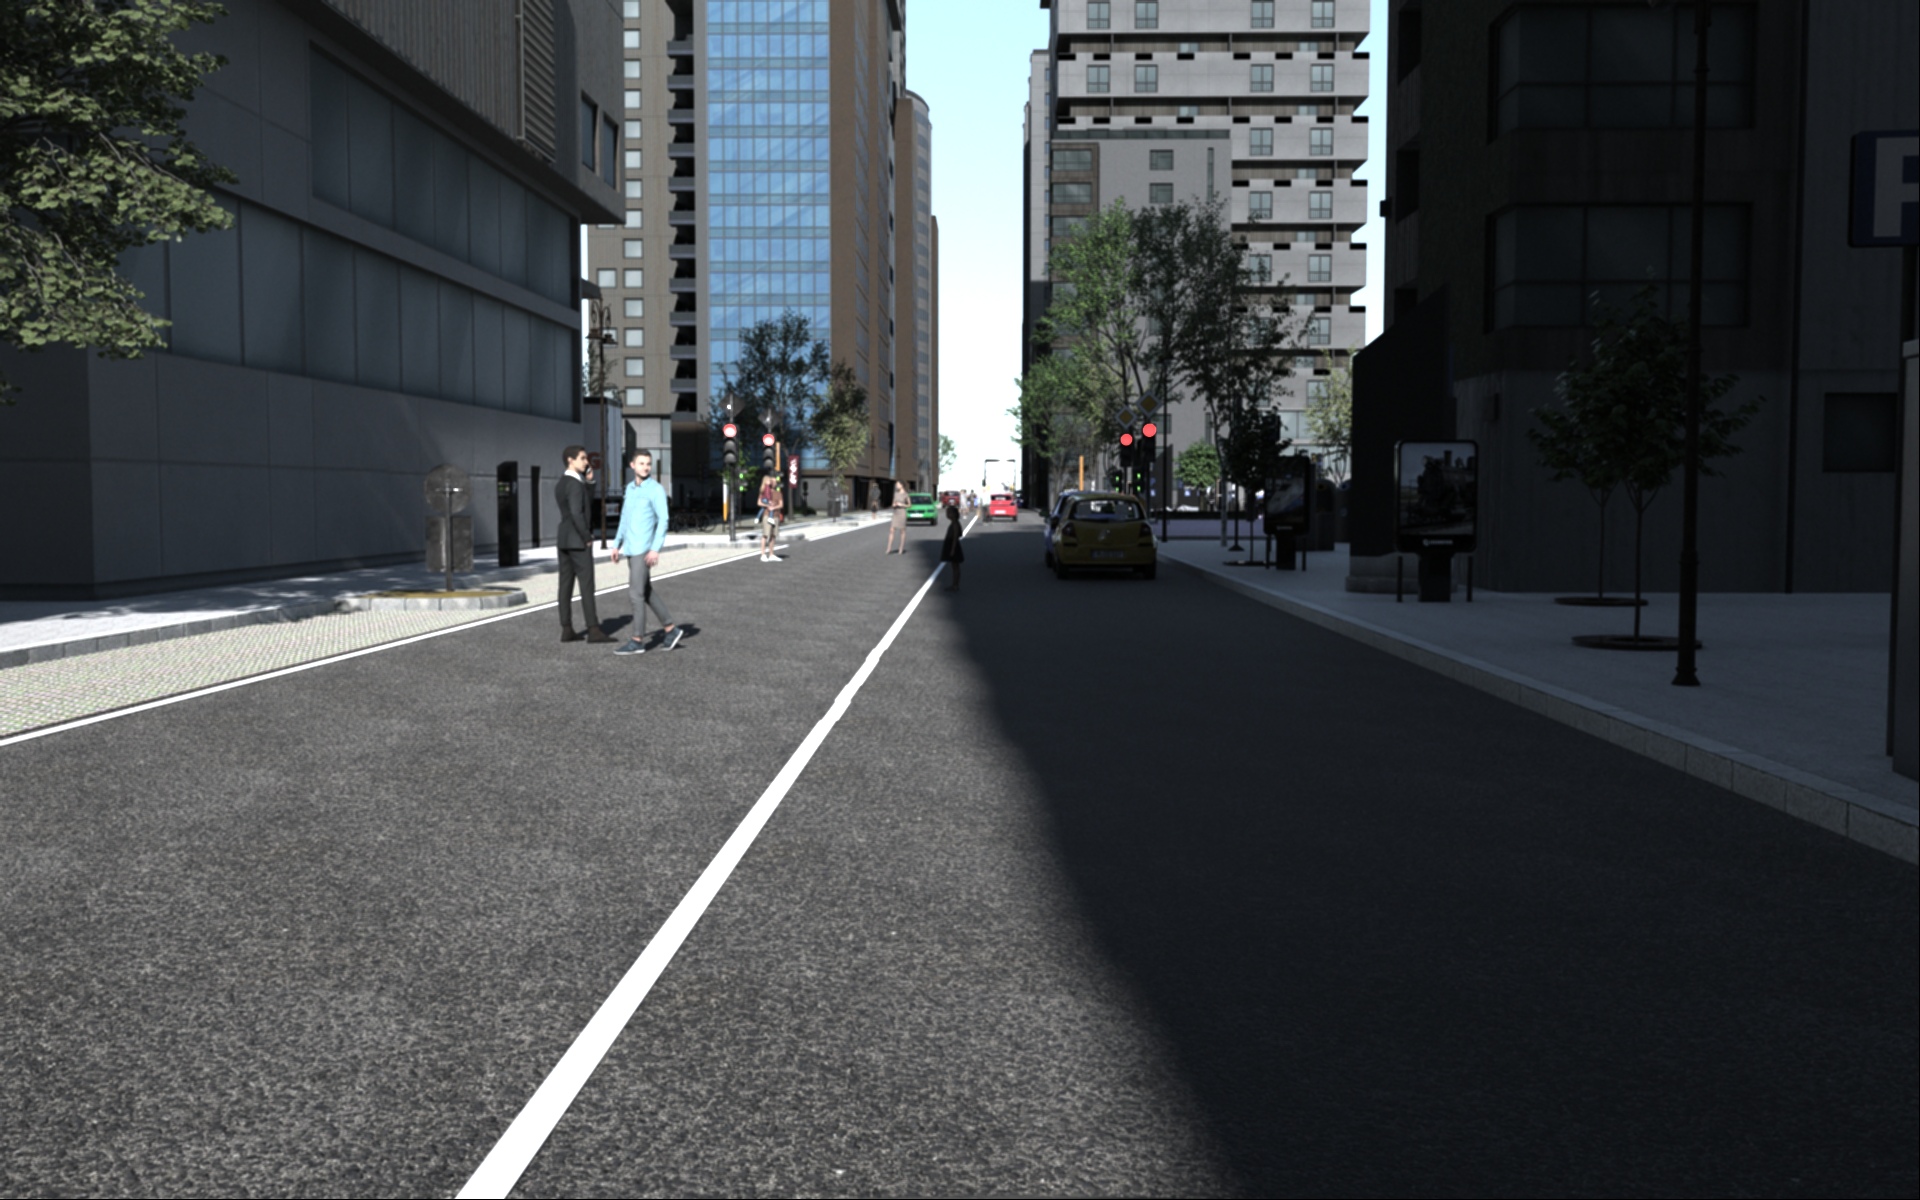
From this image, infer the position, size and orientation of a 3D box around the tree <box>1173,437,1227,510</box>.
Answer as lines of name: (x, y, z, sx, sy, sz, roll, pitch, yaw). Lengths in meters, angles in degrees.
tree: (13.615, -6.936, 97.125, 4.285, 4.588, 4.351, 0, 3, 0)

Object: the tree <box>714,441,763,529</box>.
tree: (-8.015, -4.202, 63.311, 1.663, 3.219, 1.824, 0, 3, 0)

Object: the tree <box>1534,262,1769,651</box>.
tree: (5.851, -1.218, 14.515, 1.663, 3.219, 1.824, 0, 3, 0)

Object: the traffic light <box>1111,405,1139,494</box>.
traffic light: (5.185, -4.007, 54.441, 0.839, 4.253, 0.868, 0, 4, 1)

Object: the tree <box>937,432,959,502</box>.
tree: (-3.974, -22.240, 289.383, 9.928, 11.665, 9.643, 0, 3, 0)

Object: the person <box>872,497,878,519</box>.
person: (-4.797, -5.153, 97.427, 0.362, 1.253, 0.373, 3, 4, 38)

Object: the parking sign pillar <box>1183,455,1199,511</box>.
parking sign pillar: (14.343, -7.362, 108.840, 1.447, 3.967, 1.447, 1, 4, 22)

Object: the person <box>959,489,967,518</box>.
person: (0.109, -5.699, 102.421, 0.466, 1.731, 0.760, 3, 5, 41)

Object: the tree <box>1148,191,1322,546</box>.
tree: (6.506, -5.611, 42.101, 4.360, 8.622, 3.978, 0, 3, 0)

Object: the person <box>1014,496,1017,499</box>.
person: (4.485, -8.834, 153.645, 1.217, 1.736, 0.721, 1, 4, 15)

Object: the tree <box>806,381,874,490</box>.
tree: (-7.654, -9.771, 110.126, 4.737, 8.622, 4.395, 0, 3, 0)

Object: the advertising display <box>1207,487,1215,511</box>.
advertising display: (16.894, -6.785, 116.151, 0.123, 1.923, 0.974, -2, 4, -31)

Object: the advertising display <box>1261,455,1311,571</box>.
advertising display: (5.519, -1.472, 29.284, 0.123, 1.923, 0.974, -2, 4, -35)

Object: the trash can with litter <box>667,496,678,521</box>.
trash can with litter: (-13.670, -4.246, 80.481, 1.678, 1.210, 2.233, 0, 4, -7)

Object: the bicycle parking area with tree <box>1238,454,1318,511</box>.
bicycle parking area with tree: (23.232, -8.449, 125.135, 8.231, 4.147, 9.016, 1, 4, 16)

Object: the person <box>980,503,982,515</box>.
person: (1.565, -6.573, 120.247, 0.640, 1.303, 0.475, 2, 4, 28)

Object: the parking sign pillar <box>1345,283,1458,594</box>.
parking sign pillar: (5.818, -2.096, 22.738, 1.447, 3.967, 1.447, 3, 5, 40)

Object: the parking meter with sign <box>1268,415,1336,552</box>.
parking meter with sign: (7.637, -2.609, 38.911, 1.738, 3.016, 0.543, -2, 4, -28)

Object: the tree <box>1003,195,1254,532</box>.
tree: (6.136, -8.167, 59.286, 9.928, 11.665, 9.643, 0, 3, 0)

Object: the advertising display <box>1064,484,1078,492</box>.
advertising display: (7.448, -6.809, 116.545, 0.974, 1.923, 0.123, -1, 4, -14)

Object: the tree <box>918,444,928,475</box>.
tree: (-6.182, -15.527, 204.227, 4.360, 8.622, 3.978, 0, 3, 0)

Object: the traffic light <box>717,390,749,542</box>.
traffic light: (-6.126, -3.531, 46.653, 0.839, 4.253, 0.868, 0, 4, 1)

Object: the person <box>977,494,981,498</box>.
person: (2.845, -14.547, 249.529, 0.799, 1.438, 0.628, -2, 4, -30)

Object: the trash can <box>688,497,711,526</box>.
trash can: (-10.436, -3.491, 68.739, 0.748, 1.137, 0.748, 0, 3, 0)

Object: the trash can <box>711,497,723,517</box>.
trash can: (-13.557, -5.124, 95.434, 0.748, 1.137, 0.748, 0, 3, 0)

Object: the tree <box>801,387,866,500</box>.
tree: (-8.251, -10.132, 116.023, 4.360, 8.622, 3.978, 0, 3, 0)

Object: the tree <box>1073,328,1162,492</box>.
tree: (6.891, -7.770, 77.403, 4.737, 8.622, 4.395, 0, 3, 0)

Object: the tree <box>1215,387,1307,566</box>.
tree: (5.410, -2.241, 31.249, 1.663, 3.219, 1.824, 0, 3, 0)

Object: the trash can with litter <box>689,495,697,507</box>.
trash can with litter: (-17.838, -6.570, 118.477, 2.233, 1.210, 1.678, -1, 4, -12)

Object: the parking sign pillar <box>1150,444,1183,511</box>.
parking sign pillar: (10.799, -6.386, 92.876, 1.447, 3.967, 1.447, -3, 4, -39)

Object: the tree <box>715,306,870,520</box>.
tree: (-8.211, -9.223, 85.212, 8.767, 10.594, 7.601, 1, 4, 15)

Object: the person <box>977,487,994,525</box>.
person: (1.136, -4.350, 80.108, 0.782, 1.767, 0.515, 3, 4, 37)

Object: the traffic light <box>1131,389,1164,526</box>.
traffic light: (5.034, -3.519, 46.458, 0.839, 4.253, 0.868, 0, 4, 1)

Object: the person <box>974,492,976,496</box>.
person: (2.290, -15.405, 261.294, 0.530, 1.710, 0.541, 3, 5, 43)

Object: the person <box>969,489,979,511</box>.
person: (1.041, -8.252, 143.419, 1.348, 1.824, 0.705, 3, 5, 44)

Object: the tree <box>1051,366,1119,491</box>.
tree: (7.466, -9.072, 98.682, 4.360, 8.622, 3.978, 0, 3, 0)

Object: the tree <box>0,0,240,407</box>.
tree: (-9.895, -5.843, 13.664, 7.486, 12.596, 7.792, 0, 3, 0)

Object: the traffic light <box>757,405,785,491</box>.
traffic light: (-5.974, -4.019, 54.637, 0.839, 4.253, 0.868, 0, 4, 1)

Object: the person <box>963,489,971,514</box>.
person: (0.508, -7.088, 124.745, 0.716, 1.782, 0.532, 2, 4, 33)

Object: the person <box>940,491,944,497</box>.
person: (-2.156, -13.367, 227.028, 1.348, 1.826, 0.705, -3, 5, -41)

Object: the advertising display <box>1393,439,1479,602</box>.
advertising display: (5.636, -0.937, 20.530, 0.974, 1.923, 0.123, 0, 4, -4)

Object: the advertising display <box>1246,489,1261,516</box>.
advertising display: (15.116, -5.106, 88.700, 0.974, 1.923, 0.123, -1, 4, -17)

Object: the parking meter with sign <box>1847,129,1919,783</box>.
parking meter with sign: (4.441, -0.692, 7.579, 0.543, 3.016, 1.738, 1, 4, 9)

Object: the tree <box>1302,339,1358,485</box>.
tree: (18.264, -8.112, 82.994, 4.737, 8.622, 4.395, 0, 3, 0)
